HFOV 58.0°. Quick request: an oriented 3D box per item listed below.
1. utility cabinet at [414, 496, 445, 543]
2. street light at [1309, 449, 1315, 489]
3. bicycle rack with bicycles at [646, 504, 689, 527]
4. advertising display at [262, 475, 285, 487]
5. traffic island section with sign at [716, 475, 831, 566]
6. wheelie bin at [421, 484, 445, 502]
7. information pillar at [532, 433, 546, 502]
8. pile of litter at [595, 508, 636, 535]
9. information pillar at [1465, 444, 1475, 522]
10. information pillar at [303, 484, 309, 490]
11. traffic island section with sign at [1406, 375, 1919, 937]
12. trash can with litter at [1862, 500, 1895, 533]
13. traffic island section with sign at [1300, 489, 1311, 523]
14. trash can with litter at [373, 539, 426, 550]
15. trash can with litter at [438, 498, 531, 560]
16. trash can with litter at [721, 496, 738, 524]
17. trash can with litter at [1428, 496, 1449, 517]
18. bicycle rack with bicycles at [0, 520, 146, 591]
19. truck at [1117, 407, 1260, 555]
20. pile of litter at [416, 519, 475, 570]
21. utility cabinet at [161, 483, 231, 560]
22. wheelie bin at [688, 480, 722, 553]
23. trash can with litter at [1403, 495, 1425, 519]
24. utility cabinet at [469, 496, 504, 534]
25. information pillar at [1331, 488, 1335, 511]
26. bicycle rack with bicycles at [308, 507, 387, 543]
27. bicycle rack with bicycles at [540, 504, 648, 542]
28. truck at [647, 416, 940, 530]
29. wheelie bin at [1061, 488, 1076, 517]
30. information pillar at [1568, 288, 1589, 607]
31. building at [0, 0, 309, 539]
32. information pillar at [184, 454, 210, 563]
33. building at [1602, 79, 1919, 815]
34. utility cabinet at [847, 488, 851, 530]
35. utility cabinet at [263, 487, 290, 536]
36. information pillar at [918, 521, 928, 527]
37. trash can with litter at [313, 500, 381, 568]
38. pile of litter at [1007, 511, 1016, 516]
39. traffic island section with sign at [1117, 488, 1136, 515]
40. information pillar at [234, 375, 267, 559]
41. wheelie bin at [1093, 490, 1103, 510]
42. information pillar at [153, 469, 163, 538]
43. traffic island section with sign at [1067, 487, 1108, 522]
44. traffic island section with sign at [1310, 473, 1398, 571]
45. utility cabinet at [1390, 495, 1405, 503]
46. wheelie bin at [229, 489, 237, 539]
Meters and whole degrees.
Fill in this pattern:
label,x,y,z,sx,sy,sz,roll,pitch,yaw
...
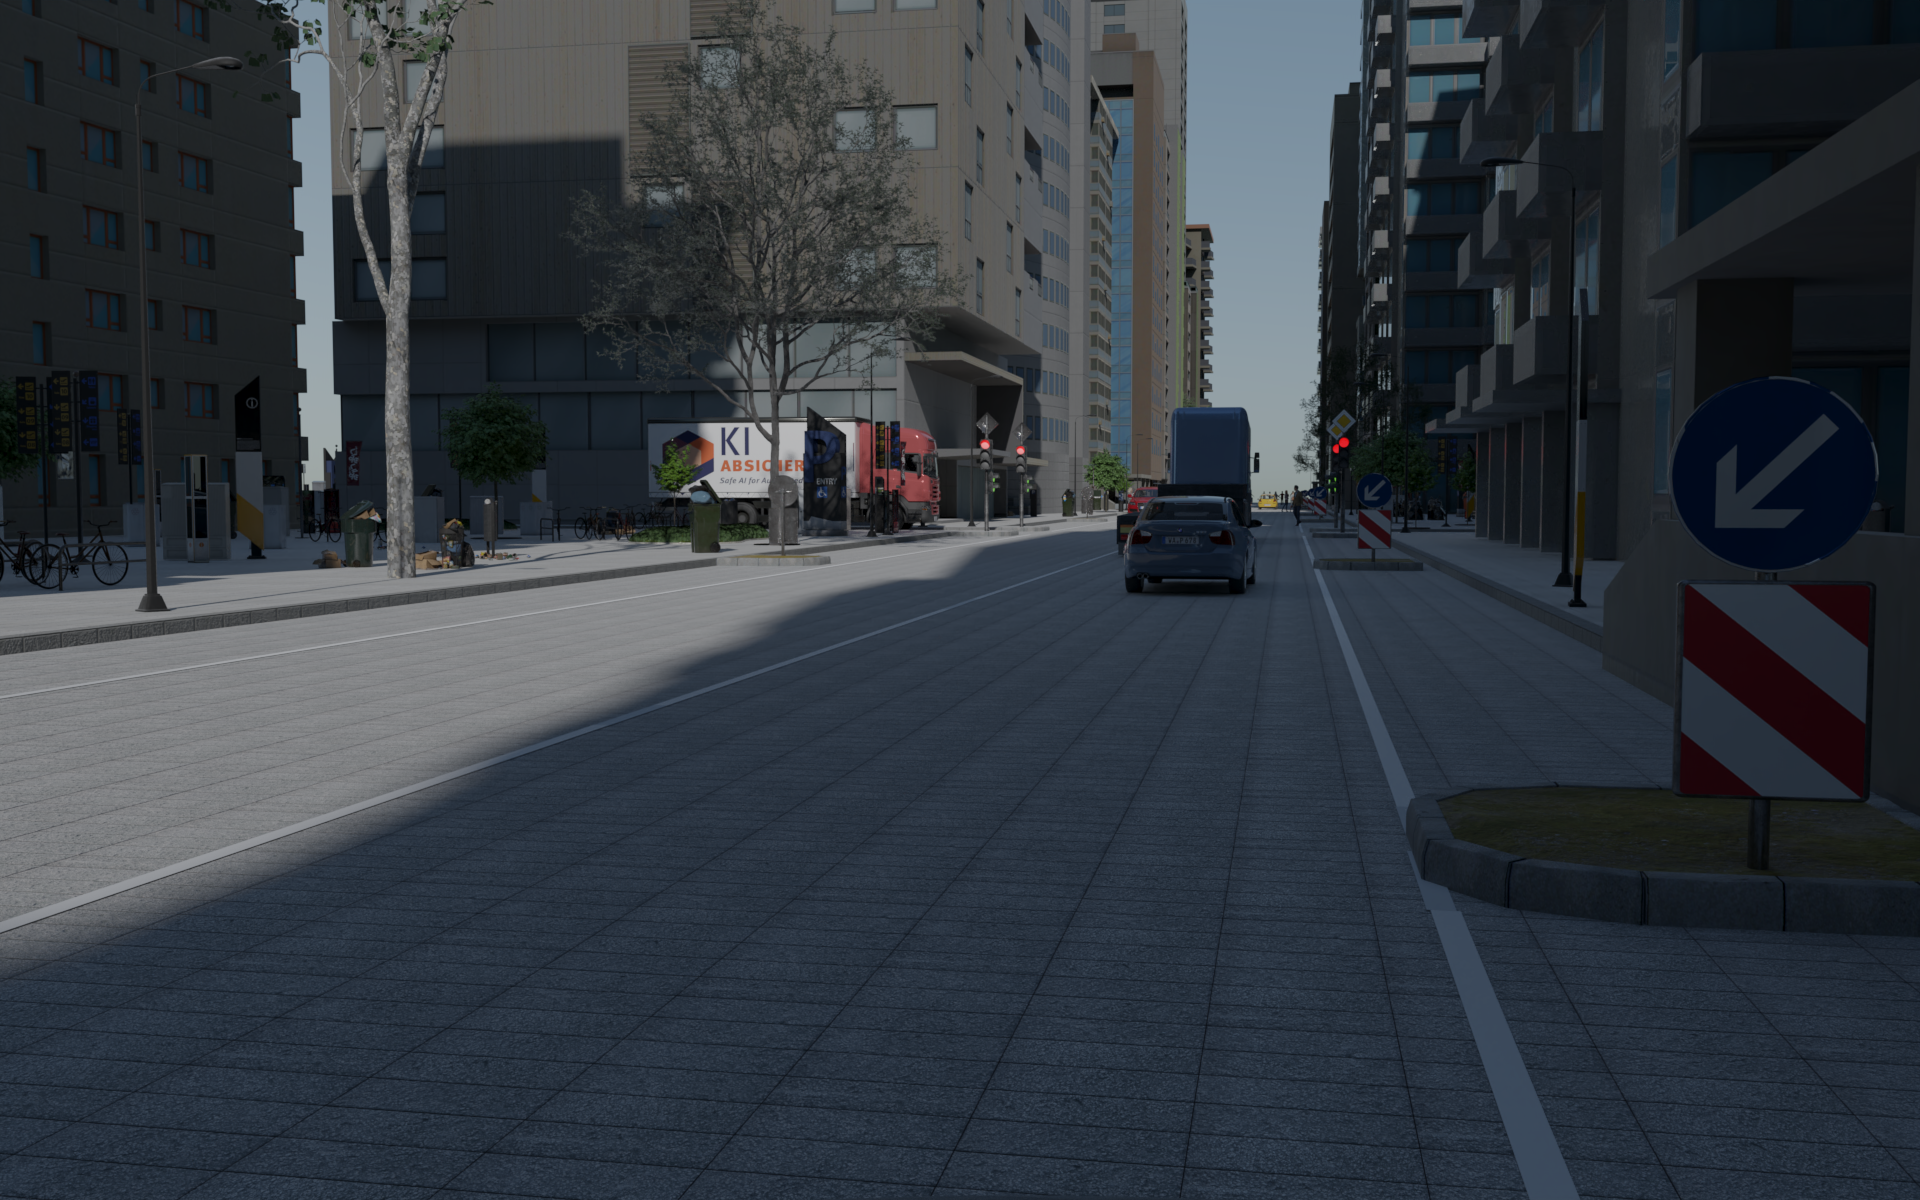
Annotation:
label,x,y,z,sx,sy,sz,roll,pitch,yaw
utility cabinet,-14.049,-2.107,45.614,1.020,1.237,0.306,2,4,26
street light,37.307,-12.683,179.902,1.470,5.913,1.316,1,4,11
bicycle rack with bicycles,-11.126,-2.950,61.620,2.852,0.926,2.925,-2,4,-32
advertising display,-23.766,-3.333,59.703,0.974,1.923,0.123,-1,4,-16
traffic island section with sign,-3.720,-1.633,35.326,1.989,1.847,2.006,1,4,11
wheelie bin,-16.757,-2.880,54.992,0.693,1.594,0.980,-2,4,-35
information pillar,-14.333,-4.139,59.024,0.504,3.616,0.183,-2,4,-24
pile of litter,-10.857,-2.513,55.057,1.719,0.858,1.176,-2,4,-32
information pillar,23.727,-5.450,80.465,0.504,3.616,0.183,-3,4,-39
information pillar,-48.187,-7.535,127.691,0.304,2.012,0.304,1,4,22
traffic island section with sign,2.770,0.123,6.617,1.989,1.847,2.006,1,4,11
trash can with litter,10.987,-0.585,20.615,1.678,1.210,2.233,0,4,1
traffic island section with sign,18.062,-4.821,87.448,1.989,1.847,2.006,1,4,11
trash can with litter,-13.352,-1.793,40.377,1.678,1.210,2.233,-1,4,-15
trash can with litter,-9.311,-1.417,34.232,1.678,1.210,2.233,-2,4,-27
trash can with litter,-6.667,-2.567,53.032,2.233,1.210,1.678,-1,4,-10
trash can with litter,25.194,-4.879,91.152,1.055,1.170,0.624,1,4,12
bicycle rack with bicycles,-12.750,-0.640,23.852,2.852,0.926,2.925,1,4,14
truck,6.568,-3.562,47.991,2.967,4.110,18.799,1,4,11
pile of litter,-9.075,-0.985,30.076,1.176,0.858,1.719,1,4,19
utility cabinet,-14.785,-1.520,33.527,1.173,1.500,0.318,0,4,-7
wheelie bin,-5.580,-1.828,37.800,0.693,1.594,0.980,-1,4,-20
trash can with litter,23.455,-4.725,88.308,1.678,1.210,2.233,1,4,16
utility cabinet,-15.084,-2.692,55.179,1.020,1.237,0.306,-1,4,-10
information pillar,27.781,-7.584,128.490,0.304,2.012,0.304,-3,5,-44
bicycle rack with bicycles,-15.724,-2.014,46.314,2.852,0.926,2.925,-3,5,-44
bicycle rack with bicycles,-10.465,-2.119,48.031,2.852,0.926,2.925,-1,4,-23
truck,-5.770,-4.593,64.005,11.283,4.237,2.839,1,4,9
wheelie bin,6.126,-5.491,97.692,0.693,1.594,0.980,1,4,17
information pillar,7.025,-1.727,19.588,0.183,3.616,0.504,1,4,16
building,-40.853,-12.700,52.688,28.899,21.520,27.650,1,4,11
information pillar,-14.228,-1.701,32.300,0.304,2.012,0.304,3,5,42
building,19.816,-19.041,3.203,32.217,40.220,23.993,1,4,11
utility cabinet,-4.248,-3.201,61.007,0.318,1.500,1.173,2,4,25
utility cabinet,-20.673,-2.658,52.141,1.173,1.500,0.318,2,4,33
information pillar,-1.385,-4.652,67.419,0.504,3.616,0.183,2,4,35
trash can with litter,-10.674,-1.148,30.151,1.055,1.170,0.624,-3,5,-44
pile of litter,2.681,-5.261,99.974,1.176,0.858,1.719,3,5,40
traffic island section with sign,11.656,-6.603,116.579,1.989,1.847,2.006,1,4,11
information pillar,-13.971,-2.613,34.077,0.504,3.616,0.183,-1,4,-14
wheelie bin,10.710,-7.828,135.897,0.980,1.594,0.693,0,4,-1
information pillar,-23.691,-2.839,50.914,0.304,2.012,0.304,1,4,8
traffic island section with sign,6.643,-4.983,90.093,1.989,1.847,2.006,1,4,11
traffic island section with sign,7.824,-1.511,33.326,1.989,1.847,2.006,1,4,11
utility cabinet,26.076,-5.650,103.541,1.020,1.237,0.306,-1,4,-20
wheelie bin,-20.987,-2.529,49.253,0.980,1.594,0.693,3,5,44
